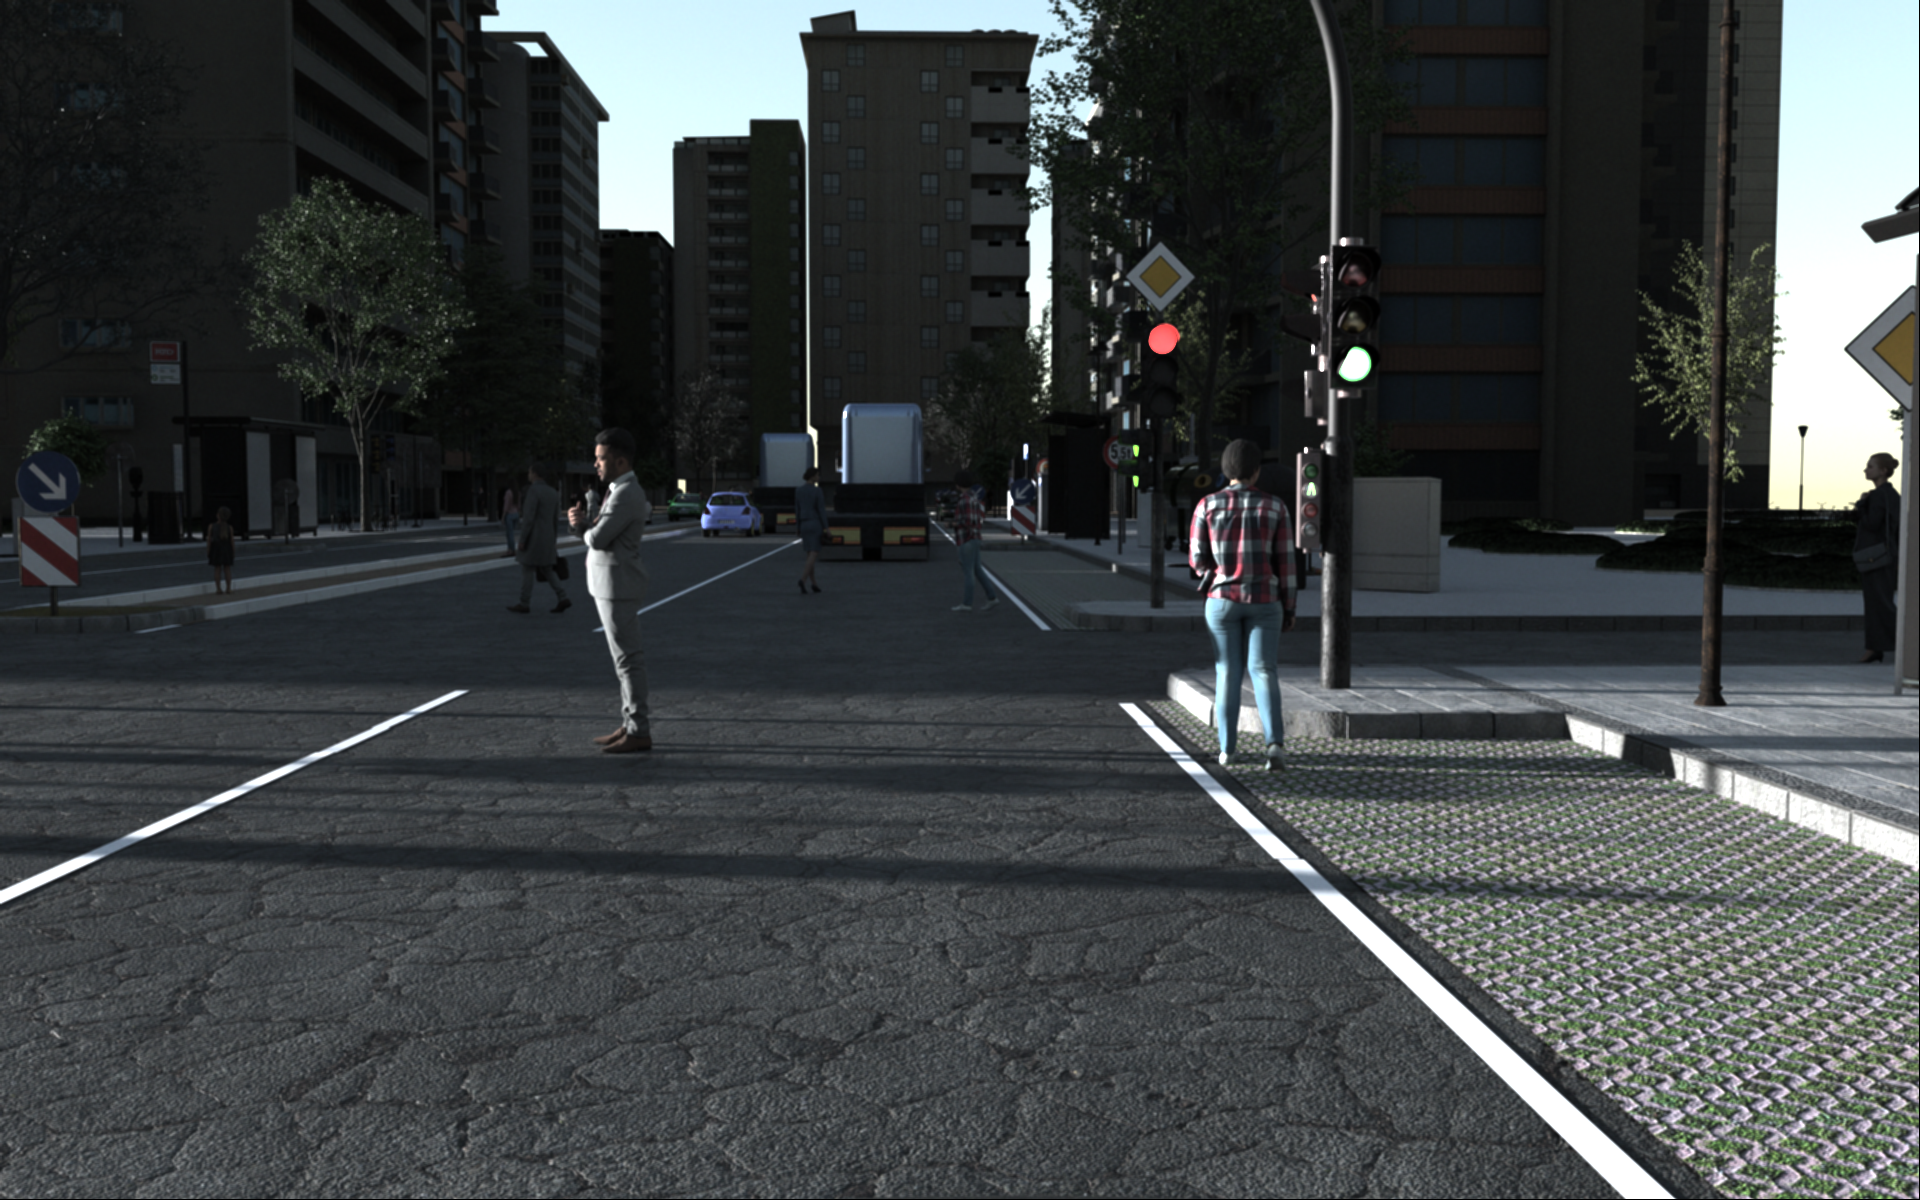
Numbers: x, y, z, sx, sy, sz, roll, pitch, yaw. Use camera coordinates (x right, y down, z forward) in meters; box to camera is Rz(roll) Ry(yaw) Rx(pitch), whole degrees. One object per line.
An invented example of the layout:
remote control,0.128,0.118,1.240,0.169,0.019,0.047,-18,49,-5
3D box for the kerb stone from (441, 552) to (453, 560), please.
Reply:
kerb stone,-11.231,-0.938,37.537,0.120,0.150,1.000,0,4,-2

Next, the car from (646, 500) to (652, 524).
car,-15.723,-4.263,82.055,2.083,1.381,4.827,0,4,-2

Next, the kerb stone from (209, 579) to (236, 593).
kerb stone,-10.840,-0.187,25.248,0.120,0.150,1.000,0,4,-2

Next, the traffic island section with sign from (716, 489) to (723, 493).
traffic island section with sign,-20.467,-8.511,147.789,1.989,1.847,2.006,0,4,-2

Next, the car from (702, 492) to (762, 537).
car,-7.716,-3.008,58.773,1.945,1.707,3.694,0,4,-1

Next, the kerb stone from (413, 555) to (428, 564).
kerb stone,-11.161,-0.813,35.488,0.120,0.150,1.000,0,4,-2

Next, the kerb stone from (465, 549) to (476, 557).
kerb stone,-11.300,-1.063,39.583,0.120,0.150,1.000,0,4,-2

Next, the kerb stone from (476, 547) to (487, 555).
kerb stone,-11.334,-1.126,40.607,0.120,0.150,1.000,0,4,-2

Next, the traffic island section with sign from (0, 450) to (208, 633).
traffic island section with sign,-9.557,-0.651,18.775,2.006,1.907,1.989,0,4,-2

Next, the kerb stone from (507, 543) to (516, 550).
kerb stone,-11.432,-1.314,43.677,0.120,0.150,1.000,0,4,-2

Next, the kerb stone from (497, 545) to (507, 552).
kerb stone,-11.399,-1.250,42.655,0.120,0.150,1.000,0,4,-2

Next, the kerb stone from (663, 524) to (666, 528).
kerb stone,-12.330,-2.997,71.331,0.120,0.150,1.000,0,4,-2

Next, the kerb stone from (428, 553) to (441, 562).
kerb stone,-11.199,-0.875,36.509,0.120,0.150,1.000,0,4,-2

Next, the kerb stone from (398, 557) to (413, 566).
kerb stone,-11.131,-0.746,34.465,0.120,0.150,1.000,0,4,-2

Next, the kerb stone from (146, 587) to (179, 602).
kerb stone,-10.758,-0.061,23.194,0.120,0.150,1.000,0,4,-2

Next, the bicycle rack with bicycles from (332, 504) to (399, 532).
bicycle rack with bicycles,-20.692,-2.878,60.433,2.852,0.926,2.925,-1,4,-12

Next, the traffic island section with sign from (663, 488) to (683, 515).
traffic island section with sign,-19.584,-6.849,120.607,1.989,1.847,2.006,0,4,-2

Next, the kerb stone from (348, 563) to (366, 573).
kerb stone,-11.027,-0.562,31.381,0.120,0.150,1.000,0,4,-2

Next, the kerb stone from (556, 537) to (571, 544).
kerb stone,-11.658,-1.751,50.840,0.120,0.150,1.000,0,4,-2

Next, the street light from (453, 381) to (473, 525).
street light,-20.229,-5.988,70.690,0.468,5.910,1.993,0,4,-2

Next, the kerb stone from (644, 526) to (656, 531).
kerb stone,-12.233,-2.817,68.256,0.120,0.150,1.000,0,4,-2

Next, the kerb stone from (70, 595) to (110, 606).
kerb stone,-10.698,0.065,21.147,0.120,0.150,1.000,0,4,-2

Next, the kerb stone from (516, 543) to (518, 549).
kerb stone,-11.470,-1.376,44.698,0.120,0.150,1.000,0,4,-2

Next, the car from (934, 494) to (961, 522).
car,-0.329,-4.992,91.405,2.009,1.686,4.222,0,4,-3

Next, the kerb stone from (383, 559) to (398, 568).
kerb stone,-11.105,-0.686,33.435,0.120,0.150,1.000,0,4,-2

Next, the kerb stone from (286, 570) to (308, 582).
kerb stone,-10.930,-0.373,28.315,0.120,0.150,1.000,0,4,-2

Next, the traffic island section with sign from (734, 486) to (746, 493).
traffic island section with sign,-12.014,-5.244,93.874,2.006,1.907,1.989,0,4,-2

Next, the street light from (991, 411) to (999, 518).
street light,1.889,-7.393,93.666,0.468,5.910,1.993,0,4,-2

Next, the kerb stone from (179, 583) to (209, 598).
kerb stone,-10.800,-0.122,24.215,0.120,0.150,1.000,0,4,-2

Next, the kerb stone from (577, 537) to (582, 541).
kerb stone,-11.734,-1.877,52.890,0.120,0.150,1.000,0,4,-2

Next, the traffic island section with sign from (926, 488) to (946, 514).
traffic island section with sign,-1.961,-8.576,148.838,1.989,1.847,2.006,0,4,-2

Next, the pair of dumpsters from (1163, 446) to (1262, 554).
pair of dumpsters,5.354,-2.132,37.351,1.574,2.255,4.437,0,4,-2

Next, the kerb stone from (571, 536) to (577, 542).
kerb stone,-11.692,-1.813,51.864,0.120,0.150,1.000,0,4,-2

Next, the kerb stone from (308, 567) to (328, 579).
kerb stone,-10.971,-0.435,29.337,0.120,0.150,1.000,0,4,-2

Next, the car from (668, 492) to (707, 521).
car,-14.483,-5.107,92.300,1.959,1.807,4.718,0,4,-3

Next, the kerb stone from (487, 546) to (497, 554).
kerb stone,-11.370,-1.188,41.628,0.120,0.150,1.000,0,4,-2

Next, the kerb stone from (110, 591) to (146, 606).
kerb stone,-10.731,0.001,22.172,0.120,0.150,1.000,0,4,-2

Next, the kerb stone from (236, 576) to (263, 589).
kerb stone,-10.866,-0.244,26.270,0.120,0.150,1.000,0,4,-2

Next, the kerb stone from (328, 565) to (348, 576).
kerb stone,-10.999,-0.499,30.359,0.120,0.150,1.000,0,4,-2

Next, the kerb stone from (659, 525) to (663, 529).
kerb stone,-12.301,-2.942,70.304,0.120,0.150,1.000,0,4,-2

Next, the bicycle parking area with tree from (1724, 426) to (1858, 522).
bicycle parking area with tree,36.546,-5.102,70.427,9.016,4.147,8.231,-1,4,-10

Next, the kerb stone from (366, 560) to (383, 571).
kerb stone,-11.059,-0.621,32.414,0.120,0.150,1.000,0,4,-2

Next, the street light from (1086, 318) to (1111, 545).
street light,3.452,-4.313,43.299,0.468,5.910,1.993,0,4,-2

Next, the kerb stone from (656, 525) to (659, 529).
kerb stone,-12.262,-2.878,69.278,0.120,0.150,1.000,0,4,-2

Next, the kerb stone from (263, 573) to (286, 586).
kerb stone,-10.901,-0.312,27.292,0.120,0.150,1.000,0,4,-2

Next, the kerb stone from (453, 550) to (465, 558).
kerb stone,-11.267,-1.001,38.561,0.120,0.150,1.000,0,4,-2

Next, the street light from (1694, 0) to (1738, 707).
street light,4.566,-2.298,10.362,0.468,5.910,1.993,0,4,-2

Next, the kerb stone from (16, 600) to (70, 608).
kerb stone,-10.669,0.132,20.123,0.120,0.150,1.000,0,4,-2
